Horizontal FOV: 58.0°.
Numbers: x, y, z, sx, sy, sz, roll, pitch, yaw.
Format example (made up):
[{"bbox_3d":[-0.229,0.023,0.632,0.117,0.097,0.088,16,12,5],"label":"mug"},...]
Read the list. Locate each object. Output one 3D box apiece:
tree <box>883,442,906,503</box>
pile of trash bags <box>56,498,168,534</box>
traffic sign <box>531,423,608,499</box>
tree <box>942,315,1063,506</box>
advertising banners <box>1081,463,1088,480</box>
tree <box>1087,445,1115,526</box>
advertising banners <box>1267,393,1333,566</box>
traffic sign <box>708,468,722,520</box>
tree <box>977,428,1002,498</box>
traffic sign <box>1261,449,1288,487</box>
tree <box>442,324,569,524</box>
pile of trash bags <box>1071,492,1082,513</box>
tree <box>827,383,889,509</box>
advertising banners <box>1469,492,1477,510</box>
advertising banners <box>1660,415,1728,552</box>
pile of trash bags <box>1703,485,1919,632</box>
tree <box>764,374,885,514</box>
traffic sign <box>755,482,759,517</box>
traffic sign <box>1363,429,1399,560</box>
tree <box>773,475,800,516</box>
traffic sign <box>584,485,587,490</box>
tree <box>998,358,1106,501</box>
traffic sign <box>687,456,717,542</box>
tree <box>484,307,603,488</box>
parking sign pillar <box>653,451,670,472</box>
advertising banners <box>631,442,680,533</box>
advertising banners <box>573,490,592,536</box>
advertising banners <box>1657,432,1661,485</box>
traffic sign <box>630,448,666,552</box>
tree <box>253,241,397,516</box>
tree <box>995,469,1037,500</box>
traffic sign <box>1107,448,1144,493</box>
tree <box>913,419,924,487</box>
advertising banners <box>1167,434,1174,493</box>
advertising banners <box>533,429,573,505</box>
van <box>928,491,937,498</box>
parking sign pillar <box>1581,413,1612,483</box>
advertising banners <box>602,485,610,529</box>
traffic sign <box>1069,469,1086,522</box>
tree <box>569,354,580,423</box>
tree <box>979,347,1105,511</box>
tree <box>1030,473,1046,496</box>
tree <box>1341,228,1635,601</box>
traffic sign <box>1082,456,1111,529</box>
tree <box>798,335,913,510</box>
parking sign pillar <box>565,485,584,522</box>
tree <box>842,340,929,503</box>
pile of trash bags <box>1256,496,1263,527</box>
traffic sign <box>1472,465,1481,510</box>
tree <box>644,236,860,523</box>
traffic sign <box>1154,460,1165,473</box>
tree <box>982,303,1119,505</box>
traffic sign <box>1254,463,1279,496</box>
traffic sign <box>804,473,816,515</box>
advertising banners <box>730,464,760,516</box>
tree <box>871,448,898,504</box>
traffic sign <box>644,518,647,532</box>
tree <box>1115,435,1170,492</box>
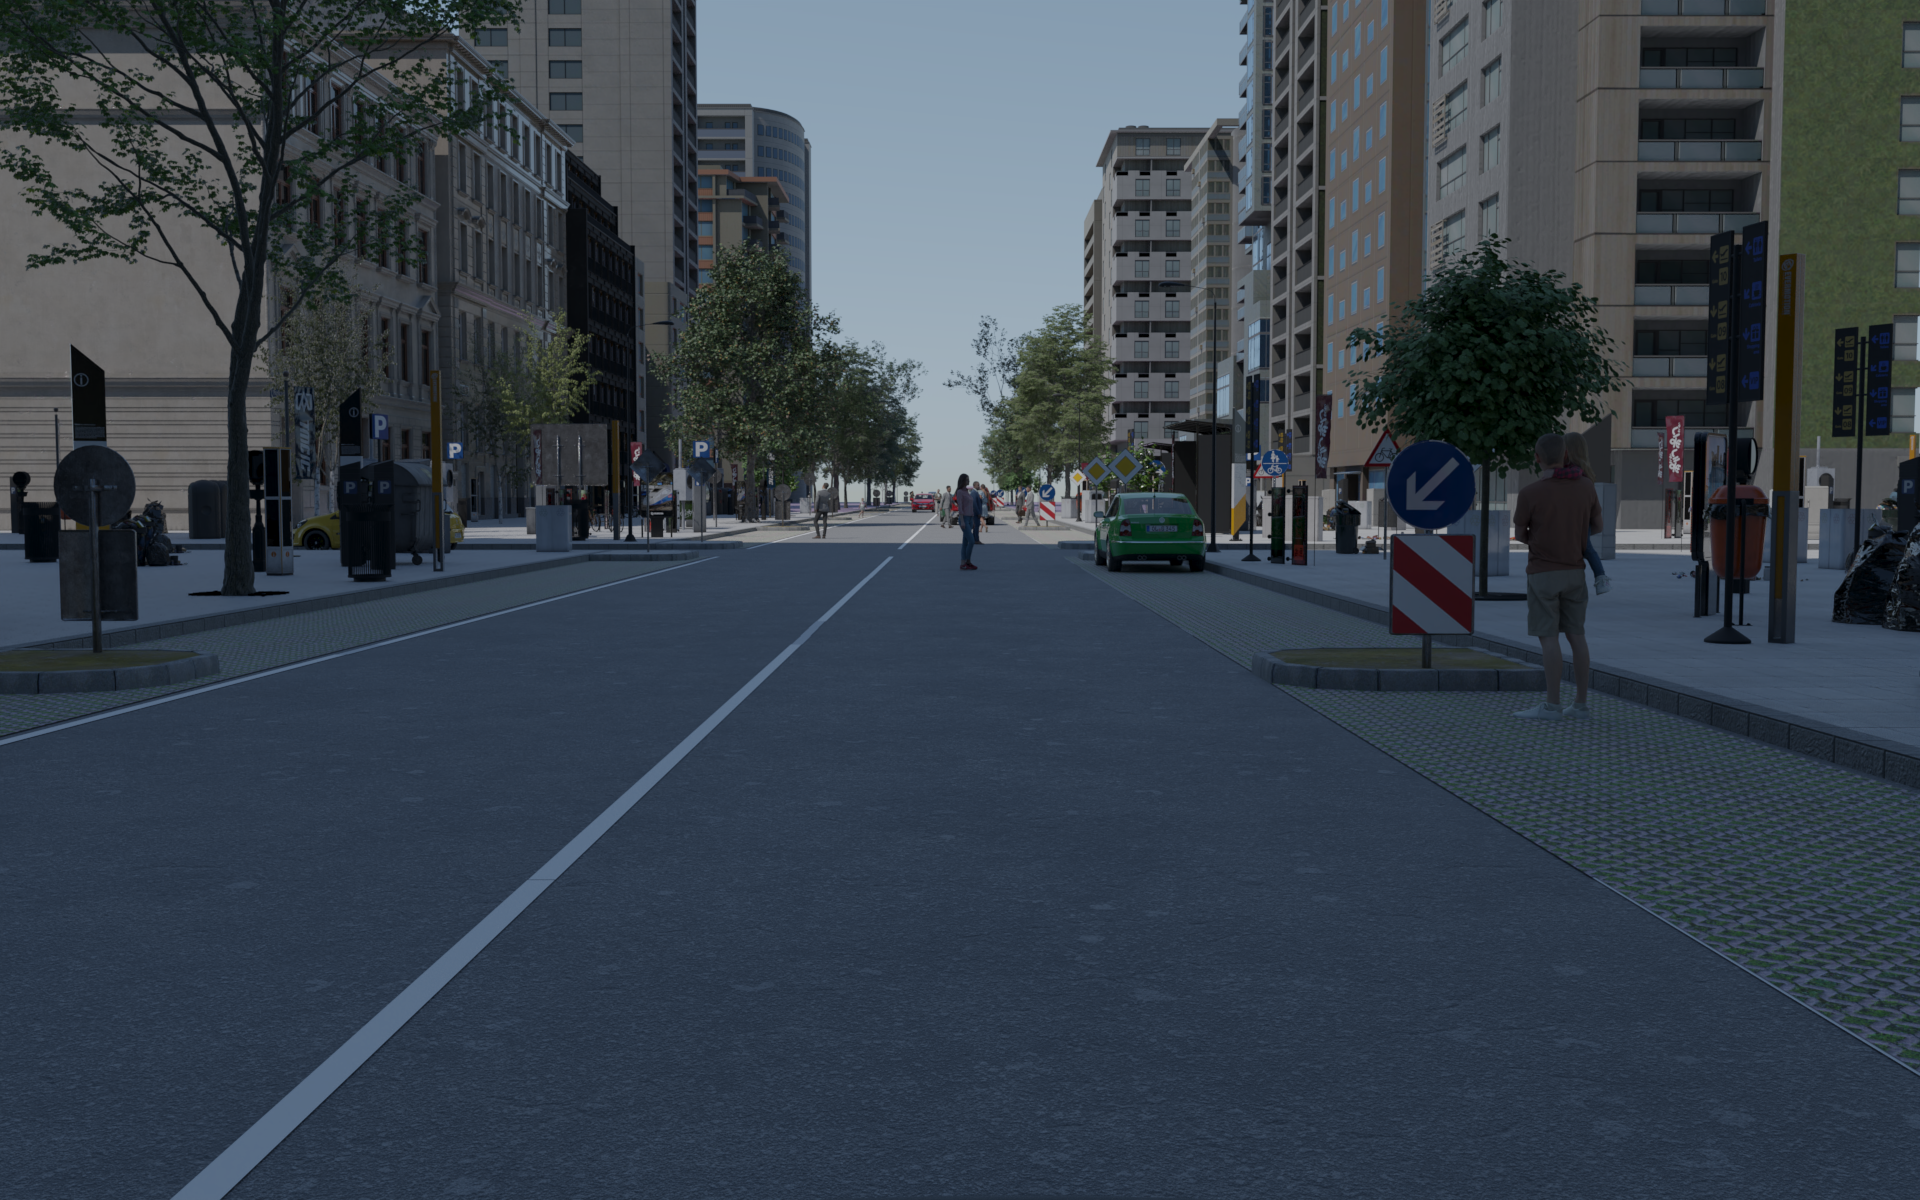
[{"bbox_3d":[-9.179,-17.744,240.476,4.737,8.622,4.395,0,3,0],"label":"tree"},{"bbox_3d":[-27.511,-2.847,56.299,3.447,1.369,1.912,-1,4,-12],"label":"pile of trash bags"},{"bbox_3d":[-11.268,-3.428,49.920,2.265,3.308,0.079,0,4,6],"label":"traffic sign"},{"bbox_3d":[4.979,-20.061,183.885,12.611,20.169,13.585,0,3,0],"label":"tree"},{"bbox_3d":[7.507,-6.110,96.089,0.090,3.025,2.074,-3,5,-45],"label":"advertising banners"},{"bbox_3d":[5.856,-4.542,68.855,1.663,3.219,1.824,0,3,0],"label":"tree"},{"bbox_3d":[6.109,-2.139,31.155,0.090,3.025,2.074,-1,4,-20],"label":"advertising banners"},{"bbox_3d":[-12.007,-5.161,84.483,0.768,2.556,0.104,0,4,8],"label":"traffic sign"},{"bbox_3d":[6.213,-20.932,267.986,9.928,11.665,9.643,0,3,0],"label":"tree"},{"bbox_3d":[8.954,-3.011,49.332,0.768,2.556,0.104,0,4,6],"label":"traffic sign"},{"bbox_3d":[-19.857,-7.568,74.101,4.360,8.622,3.978,0,3,0],"label":"tree"},{"bbox_3d":[8.111,-6.600,117.661,1.912,1.369,3.447,0,4,-6],"label":"pile of trash bags"},{"bbox_3d":[-10.098,-13.928,153.470,9.928,11.665,9.643,0,3,0],"label":"tree"},{"bbox_3d":[17.776,-3.915,60.204,0.090,3.025,2.074,2,4,26],"label":"advertising banners"},{"bbox_3d":[16.188,-2.543,37.760,0.090,3.025,2.074,-2,4,-26],"label":"advertising banners"},{"bbox_3d":[9.047,-0.430,16.778,3.447,1.369,1.912,1,4,13],"label":"pile of trash bags"},{"bbox_3d":[-9.659,-11.873,128.537,8.767,10.594,7.601,0,4,1],"label":"tree"},{"bbox_3d":[-11.069,-5.804,94.896,0.884,2.594,0.081,0,4,7],"label":"traffic sign"},{"bbox_3d":[8.315,-2.068,33.814,0.884,2.594,0.081,0,4,6],"label":"traffic sign"},{"bbox_3d":[-10.101,-6.426,99.671,1.663,3.219,1.824,0,3,0],"label":"tree"},{"bbox_3d":[-11.910,-3.362,55.072,0.768,2.556,0.104,0,4,6],"label":"traffic sign"},{"bbox_3d":[6.222,-11.028,114.716,8.767,10.594,7.601,3,5,43],"label":"tree"},{"bbox_3d":[-6.869,-2.595,46.071,0.795,2.450,0.064,0,3,0],"label":"traffic sign"},{"bbox_3d":[-16.122,-7.156,67.361,4.737,8.622,4.395,0,3,0],"label":"tree"},{"bbox_3d":[-18.673,-7.345,108.566,1.447,3.967,1.447,2,4,29],"label":"parking sign pillar"},{"bbox_3d":[-10.144,-3.749,57.486,2.074,3.025,0.090,2,4,32],"label":"advertising banners"},{"bbox_3d":[-11.976,-3.466,52.861,2.074,3.025,0.090,3,4,38],"label":"advertising banners"},{"bbox_3d":[20.403,-3.279,49.796,0.090,3.025,2.074,3,5,43],"label":"advertising banners"},{"bbox_3d":[-6.863,-2.107,38.086,0.795,2.450,0.064,0,3,0],"label":"traffic sign"},{"bbox_3d":[-18.493,-6.085,49.849,4.360,8.622,3.978,0,3,0],"label":"tree"},{"bbox_3d":[5.770,-11.170,166.349,4.285,4.588,4.351,0,3,0],"label":"tree"},{"bbox_3d":[3.631,-2.106,38.072,0.795,2.450,0.064,0,3,0],"label":"traffic sign"},{"bbox_3d":[-10.251,-17.469,192.277,9.857,13.997,8.962,0,3,0],"label":"tree"},{"bbox_3d":[6.115,-3.304,50.204,0.090,3.025,2.074,1,4,10],"label":"advertising banners"},{"bbox_3d":[-10.942,-3.065,46.294,0.090,3.025,2.074,-3,4,-38],"label":"advertising banners"},{"bbox_3d":[-4.391,-16.331,274.027,2.013,2.044,4.112,0,4,2],"label":"van"},{"bbox_3d":[20.989,-4.237,57.748,1.447,3.967,1.447,-1,4,-12],"label":"parking sign pillar"},{"bbox_3d":[-12.951,-4.103,63.279,0.090,3.025,2.074,0,4,-5],"label":"advertising banners"},{"bbox_3d":[5.392,-4.781,79.350,0.795,2.450,0.064,1,4,9],"label":"traffic sign"},{"bbox_3d":[-20.028,-8.096,82.737,4.360,8.622,3.978,0,3,0],"label":"tree"},{"bbox_3d":[6.651,-13.024,129.946,9.611,12.733,9.660,0,3,0],"label":"tree"},{"bbox_3d":[6.486,-9.262,146.043,1.663,3.219,1.824,0,3,0],"label":"tree"},{"bbox_3d":[6.548,-2.298,21.285,4.285,4.588,4.351,0,3,0],"label":"tree"},{"bbox_3d":[3.626,-2.594,46.057,0.795,2.450,0.064,0,3,0],"label":"traffic sign"},{"bbox_3d":[-9.816,-14.192,138.688,9.857,13.997,8.962,0,3,0],"label":"tree"},{"bbox_3d":[-17.514,-5.521,78.747,1.447,3.967,1.447,1,4,12],"label":"parking sign pillar"},{"bbox_3d":[-10.459,-22.018,215.890,12.611,20.169,13.585,0,3,0],"label":"tree"},{"bbox_3d":[11.985,-3.602,68.643,3.447,1.369,1.912,1,4,22],"label":"pile of trash bags"},{"bbox_3d":[8.519,-1.686,28.749,0.795,2.450,0.064,0,4,4],"label":"traffic sign"},{"bbox_3d":[-9.315,-9.790,77.072,9.611,12.733,9.660,0,3,0],"label":"tree"},{"bbox_3d":[7.312,-3.967,64.964,0.768,2.556,0.104,0,4,2],"label":"traffic sign"},{"bbox_3d":[6.108,-11.336,103.476,7.486,12.596,7.792,0,3,0],"label":"tree"},{"bbox_3d":[10.177,-3.532,57.746,0.884,2.594,0.081,0,4,8],"label":"traffic sign"},{"bbox_3d":[-9.014,-6.357,104.042,0.768,2.556,0.104,0,4,4],"label":"traffic sign"},{"bbox_3d":[-12.556,-6.426,101.250,2.074,3.025,0.090,-3,5,-41],"label":"advertising banners"},{"bbox_3d":[-10.224,-17.004,228.382,4.360,8.622,3.978,0,3,0],"label":"tree"},{"bbox_3d":[-10.683,-3.587,58.748,0.768,2.556,0.104,0,4,2],"label":"traffic sign"},{"bbox_3d":[6.093,-3.819,57.035,1.663,3.219,1.824,0,3,0],"label":"tree"}]
